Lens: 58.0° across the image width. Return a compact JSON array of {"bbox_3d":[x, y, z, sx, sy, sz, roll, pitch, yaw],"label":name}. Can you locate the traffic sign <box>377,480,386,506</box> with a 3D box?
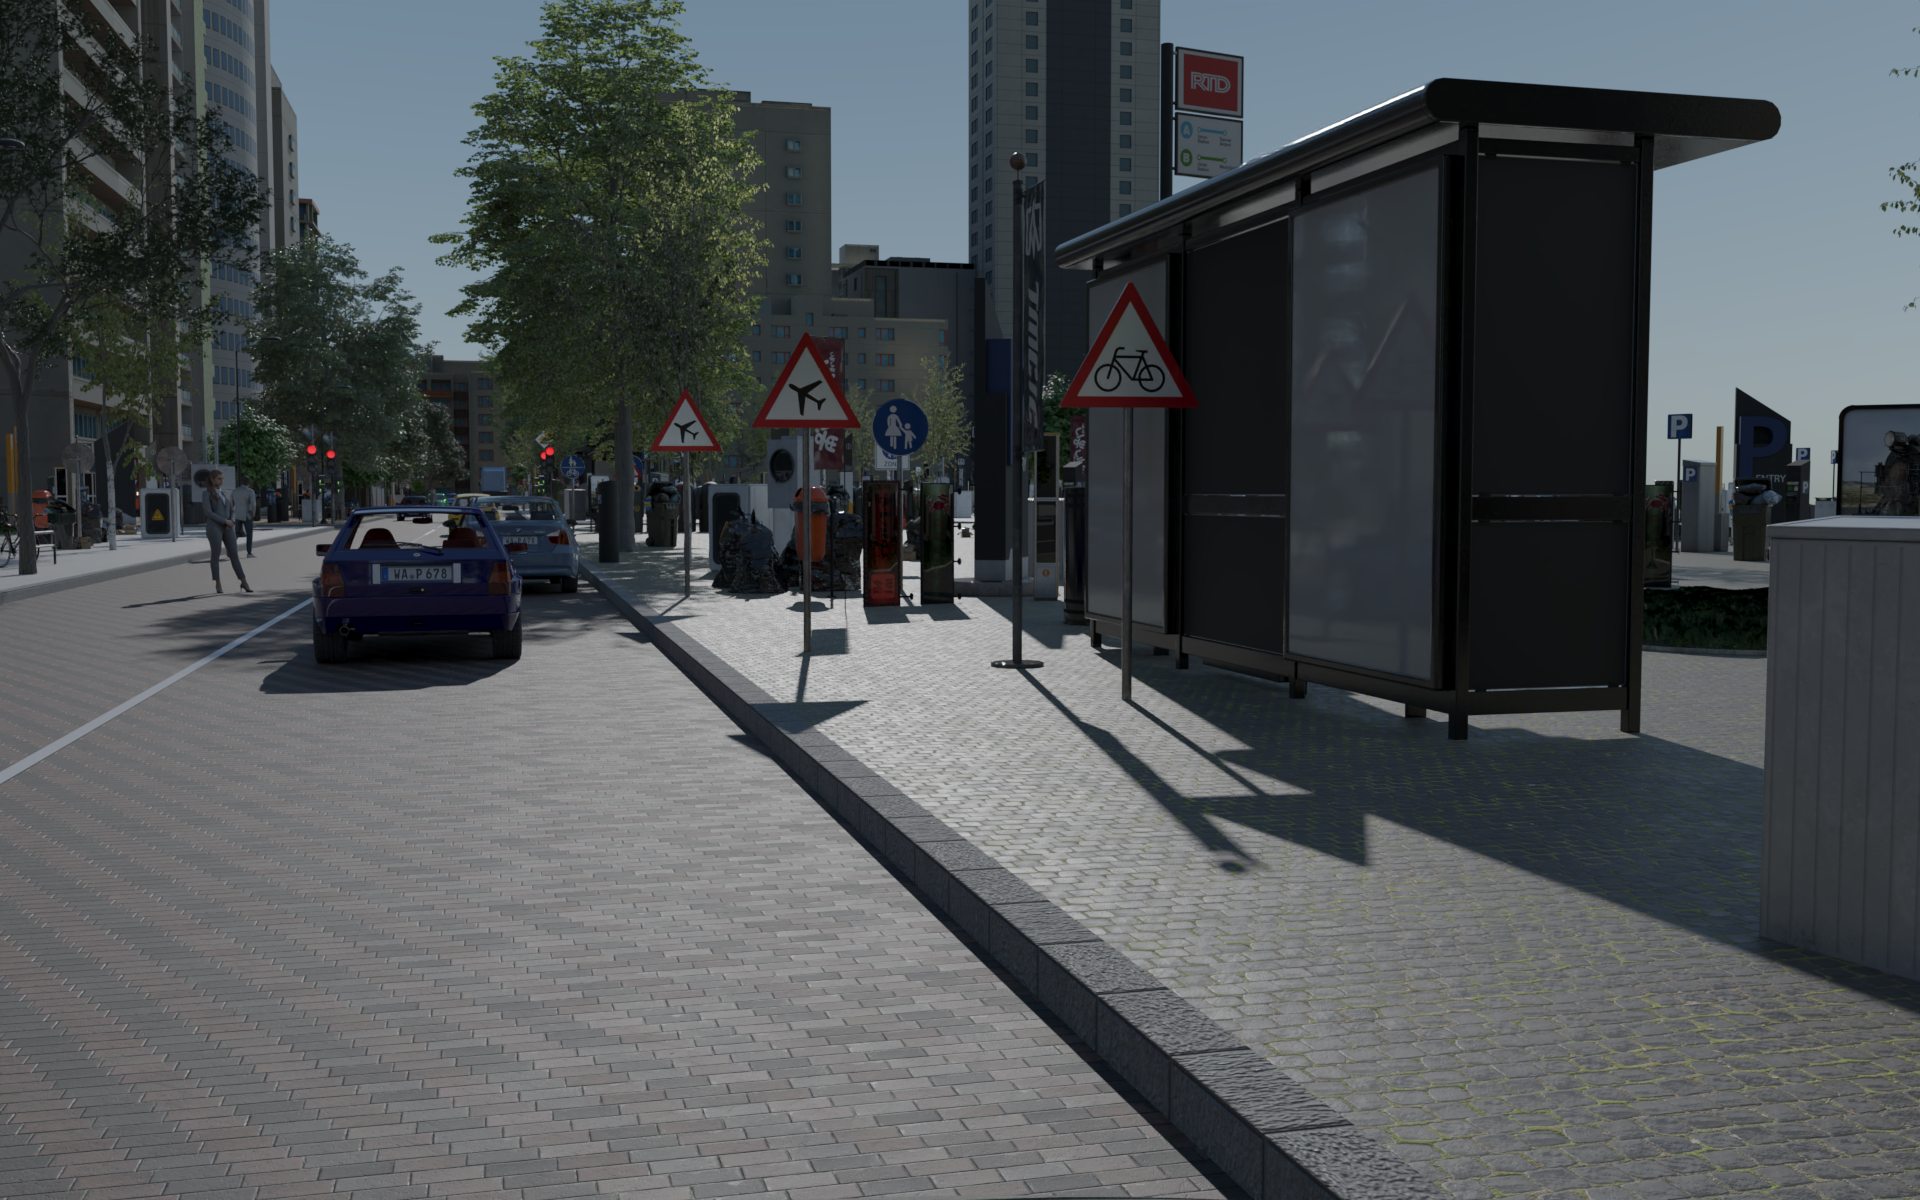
[{"bbox_3d":[-43.216,-7.785,129.411,0.606,2.300,0.079,0,4,-8],"label":"traffic sign"}]

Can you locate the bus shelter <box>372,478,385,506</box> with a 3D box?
[{"bbox_3d":[-45.413,-8.615,134.774,2.014,3.302,5.546,-1,4,-15],"label":"bus shelter"}]

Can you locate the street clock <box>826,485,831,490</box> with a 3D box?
[{"bbox_3d":[-10.892,-8.530,144.031,0.471,2.002,0.358,2,4,25],"label":"street clock"}]

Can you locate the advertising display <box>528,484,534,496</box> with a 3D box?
[{"bbox_3d":[-28.285,-6.668,114.230,0.123,1.923,0.974,-2,4,-28],"label":"advertising display"}]

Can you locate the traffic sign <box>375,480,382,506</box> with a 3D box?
[{"bbox_3d":[-40.278,-7.307,119.568,0.768,2.556,0.104,-1,4,-11],"label":"traffic sign"}]

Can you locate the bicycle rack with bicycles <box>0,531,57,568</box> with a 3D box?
[{"bbox_3d":[-17.339,-1.043,30.430,2.852,0.926,2.925,-1,4,-10],"label":"bicycle rack with bicycles"}]

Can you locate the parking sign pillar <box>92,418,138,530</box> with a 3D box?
[{"bbox_3d":[-29.660,-4.417,60.688,1.447,3.967,1.447,-3,5,-43],"label":"parking sign pillar"}]

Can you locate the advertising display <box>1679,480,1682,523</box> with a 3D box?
[{"bbox_3d":[32.312,-4.425,77.556,0.123,1.923,0.974,2,4,27],"label":"advertising display"}]

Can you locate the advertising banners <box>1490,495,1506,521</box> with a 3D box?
[{"bbox_3d":[9.620,-2.154,31.403,2.074,3.025,0.090,1,4,10],"label":"advertising banners"}]

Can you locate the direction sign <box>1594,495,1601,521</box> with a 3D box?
[{"bbox_3d":[6.947,-1.641,18.829,0.876,3.537,0.379,3,4,37],"label":"direction sign"}]

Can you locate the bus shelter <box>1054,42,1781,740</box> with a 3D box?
[{"bbox_3d":[2.239,-2.175,13.191,2.179,5.291,8.768,-1,4,-15],"label":"bus shelter"}]

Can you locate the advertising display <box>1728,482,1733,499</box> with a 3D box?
[{"bbox_3d":[42.348,-5.453,94.374,0.123,1.923,0.974,-3,5,-40],"label":"advertising display"}]

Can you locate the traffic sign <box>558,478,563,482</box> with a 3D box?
[{"bbox_3d":[-31.647,-8.342,136.496,0.768,2.556,0.104,0,4,-7],"label":"traffic sign"}]

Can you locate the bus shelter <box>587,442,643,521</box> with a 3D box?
[{"bbox_3d":[-13.300,-4.486,67.271,2.014,3.302,5.546,-1,4,-15],"label":"bus shelter"}]

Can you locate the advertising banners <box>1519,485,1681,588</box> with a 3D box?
[{"bbox_3d":[8.875,-1.702,24.011,2.074,3.025,0.090,2,4,24],"label":"advertising banners"}]

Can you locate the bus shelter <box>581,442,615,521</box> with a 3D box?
[{"bbox_3d":[-16.445,-5.456,80.494,1.731,3.624,6.357,-1,4,-15],"label":"bus shelter"}]

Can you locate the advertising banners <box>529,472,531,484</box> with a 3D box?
[{"bbox_3d":[-33.385,-8.557,136.094,0.090,3.025,2.074,2,4,24],"label":"advertising banners"}]

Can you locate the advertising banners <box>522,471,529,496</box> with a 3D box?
[{"bbox_3d":[-33.454,-8.362,132.906,0.090,3.025,2.074,-1,4,-9],"label":"advertising banners"}]

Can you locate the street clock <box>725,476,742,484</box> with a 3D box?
[{"bbox_3d":[-8.850,-3.898,68.297,0.358,2.002,0.471,3,4,36],"label":"street clock"}]

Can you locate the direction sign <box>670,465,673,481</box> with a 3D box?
[{"bbox_3d":[-22.214,-8.751,135.081,0.379,3.537,0.876,3,5,44],"label":"direction sign"}]

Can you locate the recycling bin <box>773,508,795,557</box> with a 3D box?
[{"bbox_3d":[-3.362,-1.215,32.424,0.722,1.027,0.722,-3,4,-38],"label":"recycling bin"}]

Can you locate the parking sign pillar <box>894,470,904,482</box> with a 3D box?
[{"bbox_3d":[-3.501,-6.671,97.539,1.447,3.967,1.447,1,4,13],"label":"parking sign pillar"}]

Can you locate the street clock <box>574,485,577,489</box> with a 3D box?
[{"bbox_3d":[-31.511,-8.398,141.870,0.358,2.002,0.471,-2,4,-35],"label":"street clock"}]

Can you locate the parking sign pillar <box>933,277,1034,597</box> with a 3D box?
[{"bbox_3d":[0.540,-2.063,22.207,1.447,3.967,1.447,1,4,15],"label":"parking sign pillar"}]

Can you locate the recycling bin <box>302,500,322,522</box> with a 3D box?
[{"bbox_3d":[-29.636,-4.076,79.195,0.722,1.027,0.722,0,4,-7],"label":"recycling bin"}]

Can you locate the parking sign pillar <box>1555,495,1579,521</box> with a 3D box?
[{"bbox_3d":[21.576,-4.429,60.893,1.447,3.967,1.447,-2,4,-25],"label":"parking sign pillar"}]

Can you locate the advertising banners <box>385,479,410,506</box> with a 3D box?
[{"bbox_3d":[-46.867,-9.073,144.528,2.074,3.025,0.090,-1,4,-19],"label":"advertising banners"}]

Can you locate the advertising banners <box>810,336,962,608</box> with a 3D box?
[{"bbox_3d":[-0.867,-1.440,19.728,2.074,3.025,0.090,-2,4,-33],"label":"advertising banners"}]

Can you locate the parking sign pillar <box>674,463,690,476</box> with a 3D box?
[{"bbox_3d":[-15.651,-6.661,97.373,1.447,3.967,1.447,-2,4,-35],"label":"parking sign pillar"}]

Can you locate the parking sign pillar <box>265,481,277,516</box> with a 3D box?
[{"bbox_3d":[-41.086,-6.961,102.286,1.447,3.967,1.447,-3,4,-38],"label":"parking sign pillar"}]

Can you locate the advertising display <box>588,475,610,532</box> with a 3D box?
[{"bbox_3d":[-12.206,-3.267,58.633,0.123,1.923,0.974,2,4,31],"label":"advertising display"}]

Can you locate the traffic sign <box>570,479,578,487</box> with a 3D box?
[{"bbox_3d":[-33.578,-9.224,150.924,0.768,2.556,0.104,-1,4,-9],"label":"traffic sign"}]

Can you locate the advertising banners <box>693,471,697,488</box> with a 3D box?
[{"bbox_3d":[-20.795,-8.393,133.407,0.090,3.025,2.074,2,4,24],"label":"advertising banners"}]

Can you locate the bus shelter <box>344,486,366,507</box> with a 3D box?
[{"bbox_3d":[-41.759,-7.864,119.866,1.731,3.624,6.357,-1,4,-15],"label":"bus shelter"}]

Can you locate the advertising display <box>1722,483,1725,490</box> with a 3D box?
[{"bbox_3d":[45.869,-6.078,104.582,0.974,1.923,0.123,-3,4,-38],"label":"advertising display"}]

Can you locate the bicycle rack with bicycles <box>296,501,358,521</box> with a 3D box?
[{"bbox_3d":[-31.808,-4.486,86.735,2.925,0.926,2.852,0,4,2],"label":"bicycle rack with bicycles"}]

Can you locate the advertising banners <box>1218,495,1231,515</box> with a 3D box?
[{"bbox_3d":[9.020,-4.136,63.818,2.074,3.025,0.090,0,4,2],"label":"advertising banners"}]

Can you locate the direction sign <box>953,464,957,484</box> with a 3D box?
[{"bbox_3d":[-0.143,-8.419,129.649,0.876,3.537,0.379,1,4,22],"label":"direction sign"}]

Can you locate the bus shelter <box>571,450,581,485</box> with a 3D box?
[{"bbox_3d":[-20.187,-6.319,94.592,1.731,3.624,6.357,-1,4,-15],"label":"bus shelter"}]

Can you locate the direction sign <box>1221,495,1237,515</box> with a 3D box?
[{"bbox_3d":[3.257,-1.795,21.344,0.379,3.537,0.876,-1,4,-14],"label":"direction sign"}]

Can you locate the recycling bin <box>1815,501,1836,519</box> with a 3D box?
[{"bbox_3d":[31.036,-3.024,61.994,0.722,1.027,0.722,2,4,32],"label":"recycling bin"}]

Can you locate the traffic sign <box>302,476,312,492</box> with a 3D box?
[{"bbox_3d":[-37.405,-6.082,99.553,0.768,2.556,0.104,-1,4,-8],"label":"traffic sign"}]

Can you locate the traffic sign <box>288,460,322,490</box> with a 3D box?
[{"bbox_3d":[-39.111,-6.694,103.314,2.265,3.308,0.079,-1,4,-11],"label":"traffic sign"}]

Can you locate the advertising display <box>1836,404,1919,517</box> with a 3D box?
[{"bbox_3d":[6.805,-0.439,12.390,0.974,1.923,0.123,2,4,30],"label":"advertising display"}]

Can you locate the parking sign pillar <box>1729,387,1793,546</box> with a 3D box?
[{"bbox_3d":[20.125,-3.362,43.433,1.447,3.967,1.447,1,4,15],"label":"parking sign pillar"}]

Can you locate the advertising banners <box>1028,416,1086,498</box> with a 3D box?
[{"bbox_3d":[2.013,-2.623,39.078,2.074,3.025,0.090,2,4,28],"label":"advertising banners"}]

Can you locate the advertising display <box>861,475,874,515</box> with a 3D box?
[{"bbox_3d":[-3.103,-3.232,58.061,0.123,1.923,0.974,-1,4,-21],"label":"advertising display"}]

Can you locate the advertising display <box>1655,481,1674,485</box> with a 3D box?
[{"bbox_3d":[33.686,-4.749,82.864,0.123,1.923,0.974,-2,4,-33],"label":"advertising display"}]

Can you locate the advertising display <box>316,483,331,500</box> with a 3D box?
[{"bbox_3d":[-37.099,-5.865,101.110,0.974,1.923,0.123,-3,5,-45],"label":"advertising display"}]

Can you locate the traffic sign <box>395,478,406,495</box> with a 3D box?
[{"bbox_3d":[-43.344,-8.201,134.189,0.768,2.556,0.104,-1,4,-12],"label":"traffic sign"}]

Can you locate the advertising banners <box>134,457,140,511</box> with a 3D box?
[{"bbox_3d":[-37.043,-5.080,79.249,2.074,3.025,0.090,0,4,-1],"label":"advertising banners"}]

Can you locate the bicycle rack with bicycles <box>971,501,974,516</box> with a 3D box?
[{"bbox_3d":[1.610,-5.193,98.288,2.925,0.926,2.852,3,5,39],"label":"bicycle rack with bicycles"}]

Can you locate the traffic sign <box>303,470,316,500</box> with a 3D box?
[{"bbox_3d":[-33.585,-5.473,89.585,0.768,2.556,0.104,-1,4,-9],"label":"traffic sign"}]

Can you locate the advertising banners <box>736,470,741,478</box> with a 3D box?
[{"bbox_3d":[-16.734,-8.023,127.365,0.090,3.025,2.074,-3,5,-44],"label":"advertising banners"}]

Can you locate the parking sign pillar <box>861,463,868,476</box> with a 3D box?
[{"bbox_3d":[-8.174,-9.907,150.448,1.447,3.967,1.447,1,4,14],"label":"parking sign pillar"}]

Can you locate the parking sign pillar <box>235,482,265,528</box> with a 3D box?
[{"bbox_3d":[-27.421,-4.706,65.418,1.447,3.967,1.447,0,4,2],"label":"parking sign pillar"}]

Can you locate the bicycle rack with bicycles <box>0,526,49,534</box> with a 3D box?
[{"bbox_3d":[-33.678,-2.886,60.576,2.852,0.926,2.925,-2,4,-32],"label":"bicycle rack with bicycles"}]

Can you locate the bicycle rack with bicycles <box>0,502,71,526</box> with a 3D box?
[{"bbox_3d":[-40.605,-3.847,76.287,2.852,0.926,2.925,-3,5,-43],"label":"bicycle rack with bicycles"}]
